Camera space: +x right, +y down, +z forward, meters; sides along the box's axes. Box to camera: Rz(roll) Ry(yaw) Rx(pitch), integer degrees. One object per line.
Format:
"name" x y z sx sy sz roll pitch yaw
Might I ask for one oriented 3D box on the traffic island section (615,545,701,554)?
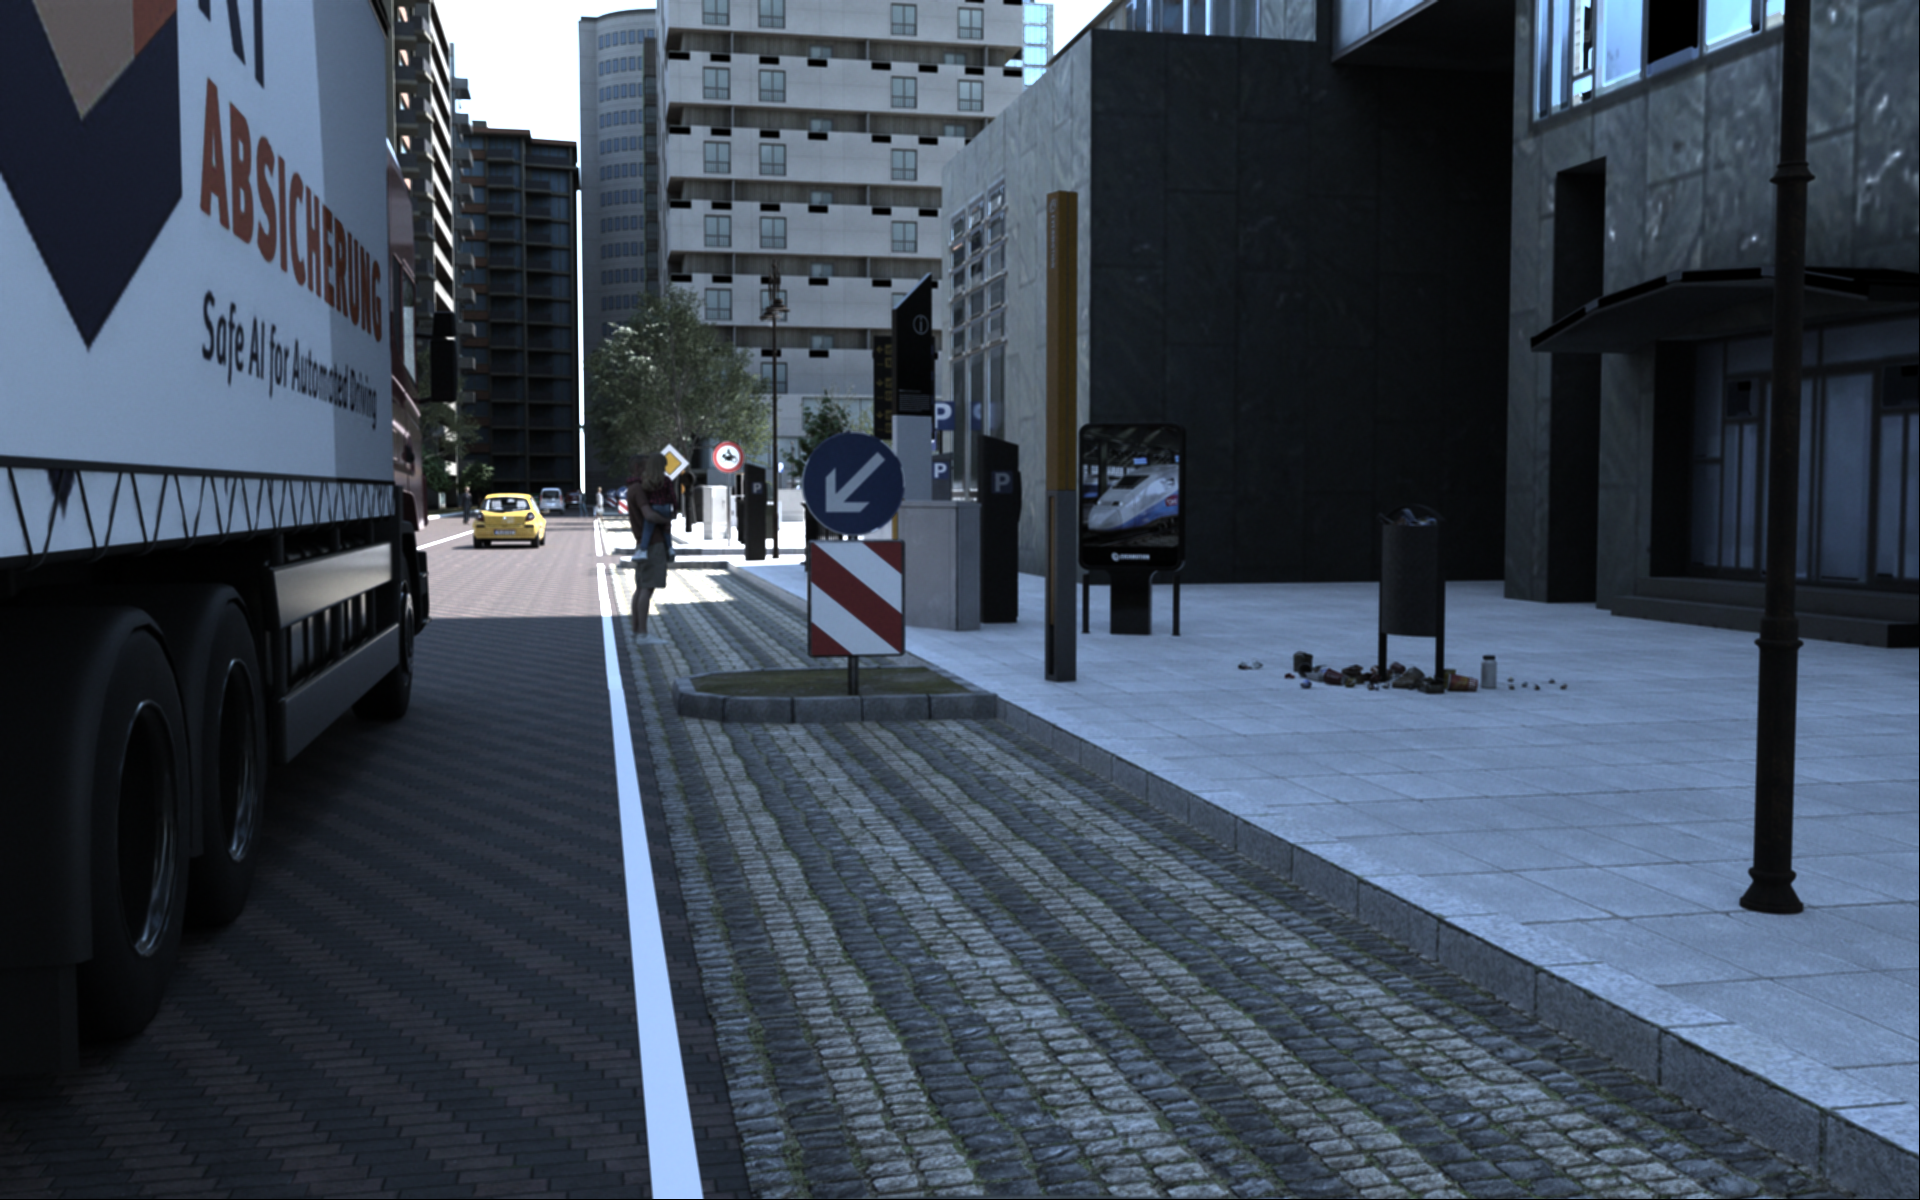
"traffic island section" -7.354 -1.208 42.040 2.009 0.180 2.903 -1 4 -12

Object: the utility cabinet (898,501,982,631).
"utility cabinet" -0.204 -0.334 16.630 0.306 1.237 1.020 -3 4 -36

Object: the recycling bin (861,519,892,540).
"recycling bin" -1.612 -1.365 34.880 0.722 1.027 0.722 -1 4 -8

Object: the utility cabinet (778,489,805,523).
"utility cabinet" -7.489 -4.176 76.951 1.173 1.500 0.318 0 4 3

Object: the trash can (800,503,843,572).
"trash can" -2.142 -0.957 27.306 0.748 1.137 0.748 0 3 0

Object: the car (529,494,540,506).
"car" -43.527 -10.310 177.371 1.959 1.807 4.718 -1 4 -11

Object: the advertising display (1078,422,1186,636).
"advertising display" 1.564 -0.647 15.791 0.974 1.923 0.123 1 4 20

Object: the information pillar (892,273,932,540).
"information pillar" -0.495 -1.650 18.331 0.504 3.616 0.183 -3 5 -39

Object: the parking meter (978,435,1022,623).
"parking meter" 0.392 -0.708 17.289 0.399 1.863 0.255 -1 4 -17

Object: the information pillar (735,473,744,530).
"information pillar" -7.781 -3.496 61.659 0.304 2.012 0.304 2 4 30

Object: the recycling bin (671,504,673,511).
"recycling bin" -15.984 -5.026 94.723 0.722 1.027 0.722 -2 4 -32

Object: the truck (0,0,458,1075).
"truck" -3.990 -1.139 7.535 2.839 4.237 11.283 -1 4 -12

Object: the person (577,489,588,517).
"person" -23.803 -6.129 109.052 0.623 1.781 0.721 1 4 20

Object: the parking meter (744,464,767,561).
"parking meter" -3.931 -1.689 33.331 0.399 1.863 0.255 -2 4 -27

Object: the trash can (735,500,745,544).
"trash can" -5.403 -2.002 44.386 0.748 1.137 0.748 0 3 0

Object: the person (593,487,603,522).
"person" -18.742 -4.952 89.825 0.624 1.780 0.694 -1 4 -20

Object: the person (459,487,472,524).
"person" -23.438 -4.476 82.098 0.534 1.772 0.576 1 4 12

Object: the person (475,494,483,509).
"person" -34.164 -6.812 123.131 0.557 1.426 1.065 -3 5 -43

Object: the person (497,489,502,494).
"person" -39.355 -8.536 148.074 1.348 1.824 0.705 0 4 -4

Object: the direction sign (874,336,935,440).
"direction sign" -0.799 -2.014 24.921 0.876 3.537 0.379 0 4 -5

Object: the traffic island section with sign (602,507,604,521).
"traffic island section with sign" -18.061 -5.128 92.475 1.989 1.847 2.006 -1 4 -12

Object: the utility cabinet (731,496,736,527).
"utility cabinet" -9.004 -3.405 66.836 1.020 1.237 0.306 -3 4 -36

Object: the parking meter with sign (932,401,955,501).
"parking meter with sign" -0.379 -2.172 31.774 0.543 3.016 1.738 0 4 1

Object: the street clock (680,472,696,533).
"street clock" -8.987 -3.227 57.327 0.471 2.002 0.358 1 4 19

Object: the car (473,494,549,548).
"car" -12.256 -2.262 47.215 2.015 1.641 3.980 -1 4 -10

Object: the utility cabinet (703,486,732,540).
"utility cabinet" -6.745 -2.419 48.227 0.318 1.500 1.173 1 4 19

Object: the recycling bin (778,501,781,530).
"recycling bin" -6.724 -2.989 61.426 0.722 1.027 0.722 -1 4 -9

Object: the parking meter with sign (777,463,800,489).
"parking meter with sign" -9.245 -6.098 95.970 1.738 3.016 0.543 2 4 25

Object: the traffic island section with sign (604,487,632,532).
"traffic island section with sign" -12.453 -3.516 66.107 1.989 1.847 2.006 -1 4 -12

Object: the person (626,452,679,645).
"person" -2.959 -0.491 16.495 0.580 1.828 0.573 2 4 23

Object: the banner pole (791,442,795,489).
"banner pole" -7.952 -5.659 82.549 0.401 3.779 0.863 -1 4 -15

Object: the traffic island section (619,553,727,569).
"traffic island section" -5.696 -0.731 34.228 2.009 0.180 2.903 -1 4 -12

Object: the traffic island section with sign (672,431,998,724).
"traffic island section with sign" -0.931 -0.189 11.719 1.989 1.847 2.006 -1 4 -12
